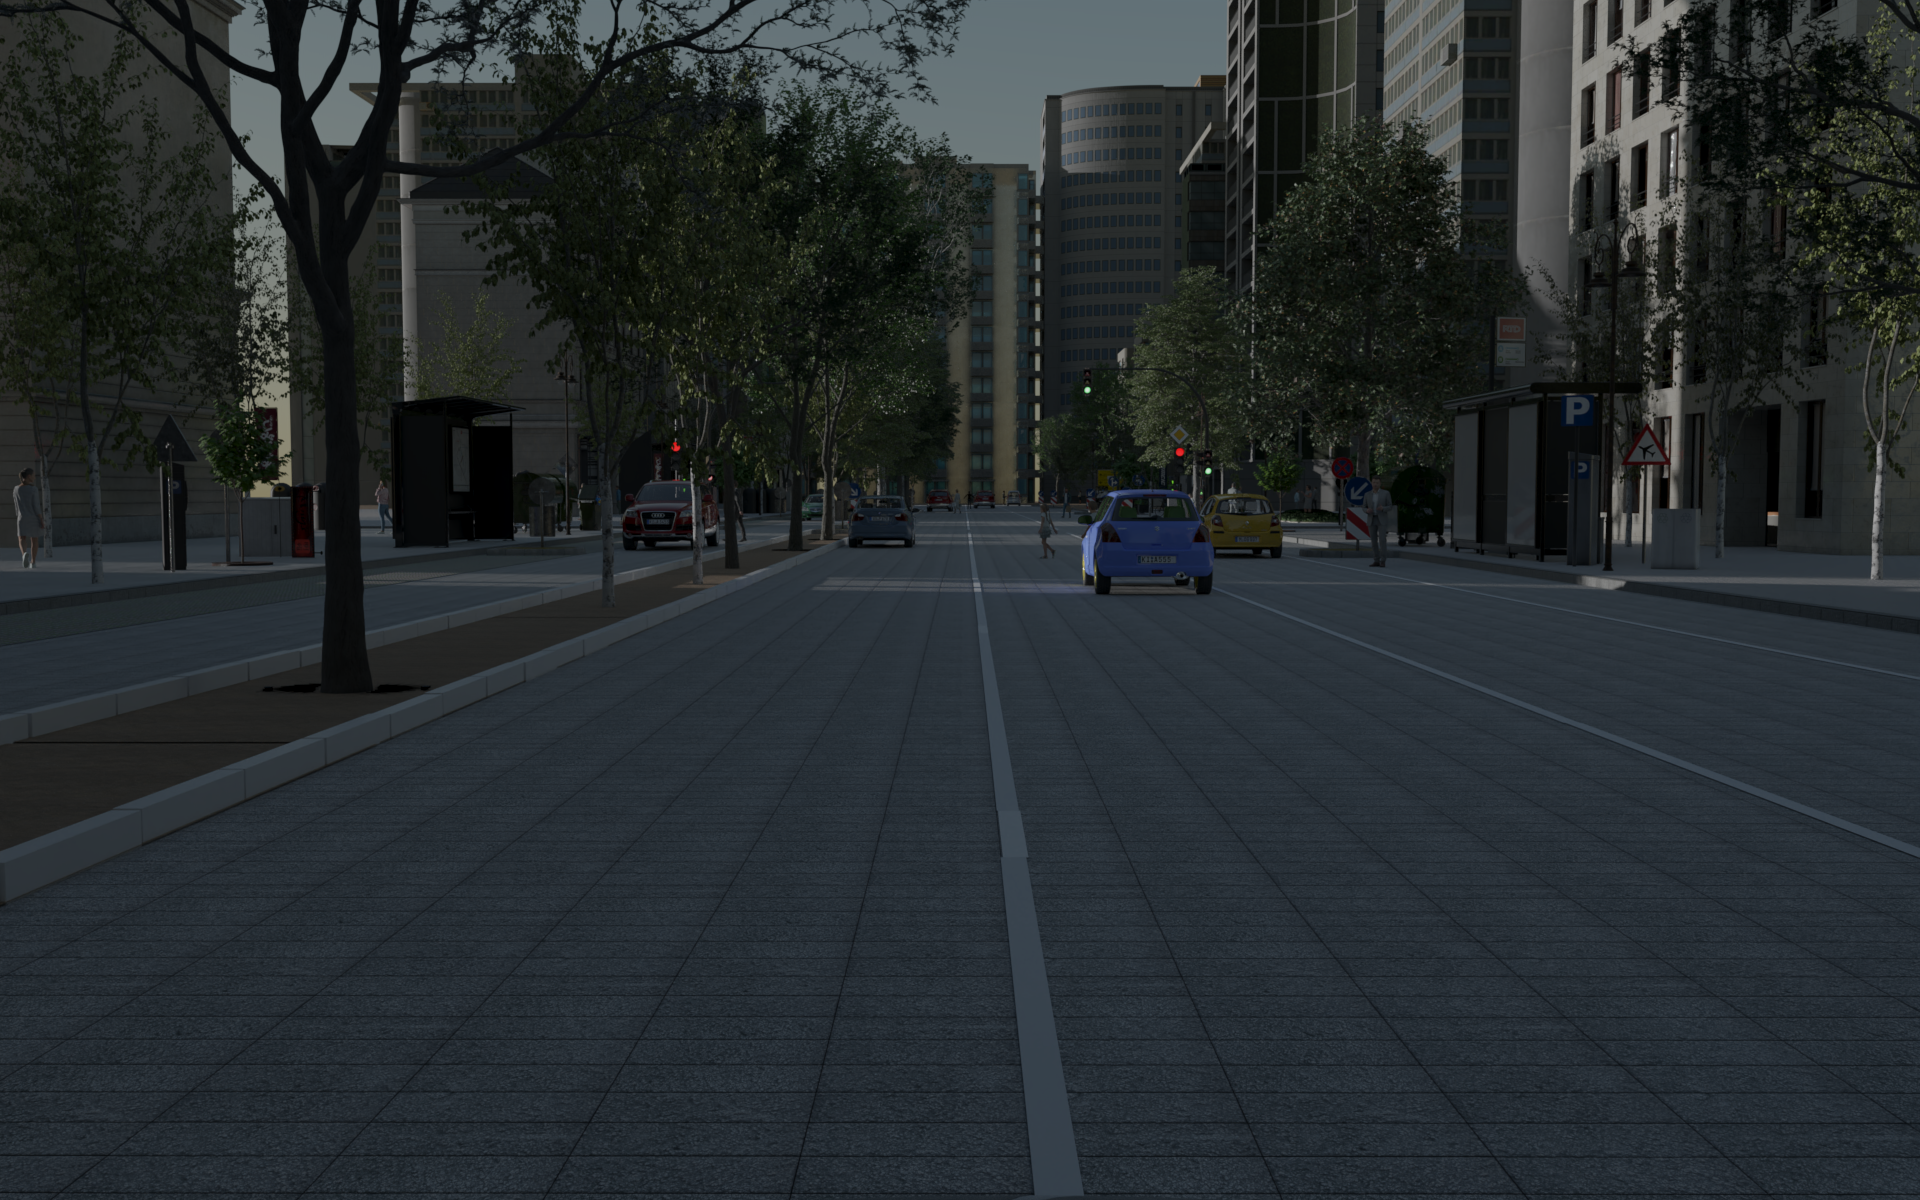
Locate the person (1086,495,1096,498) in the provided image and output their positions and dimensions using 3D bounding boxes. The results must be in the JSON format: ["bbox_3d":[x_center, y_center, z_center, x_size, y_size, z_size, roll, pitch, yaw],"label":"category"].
[{"bbox_3d":[13.251,-10.331,175.032,1.350,1.814,0.705,-2,4,-34],"label":"person"}]

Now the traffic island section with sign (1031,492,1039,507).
[{"bbox_3d":[9.230,-11.739,200.566,1.989,1.847,2.006,0,4,0],"label":"traffic island section with sign"}]

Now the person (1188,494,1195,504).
[{"bbox_3d":[11.244,-4.525,84.300,0.394,1.301,0.425,-3,5,-42],"label":"person"}]

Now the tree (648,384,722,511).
[{"bbox_3d":[-18.035,-9.951,113.065,4.360,8.622,3.978,0,3,0],"label":"tree"}]

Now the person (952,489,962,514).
[{"bbox_3d":[-0.209,-7.195,126.494,0.694,1.780,0.624,-2,4,-35],"label":"person"}]

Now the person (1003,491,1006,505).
[{"bbox_3d":[5.652,-13.058,221.626,0.705,1.869,1.348,-1,4,-11],"label":"person"}]

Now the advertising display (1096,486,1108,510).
[{"bbox_3d":[11.300,-8.117,137.920,0.974,1.923,0.123,0,4,2],"label":"advertising display"}]

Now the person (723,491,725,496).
[{"bbox_3d":[-18.448,-8.014,137.042,0.573,1.828,0.580,0,4,7],"label":"person"}]

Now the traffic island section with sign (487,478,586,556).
[{"bbox_3d":[-9.960,-1.978,40.969,1.989,1.847,2.006,0,4,0],"label":"traffic island section with sign"}]

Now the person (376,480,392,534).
[{"bbox_3d":[-18.487,-3.008,55.820,0.643,1.750,0.593,0,4,0],"label":"person"}]

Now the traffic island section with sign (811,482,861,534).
[{"bbox_3d":[-4.314,-3.348,62.879,2.006,1.907,1.989,0,4,0],"label":"traffic island section with sign"}]

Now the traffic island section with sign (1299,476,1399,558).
[{"bbox_3d":[8.869,-1.902,39.730,1.989,1.847,2.006,0,4,0],"label":"traffic island section with sign"}]

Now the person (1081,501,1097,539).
[{"bbox_3d":[2.672,-1.298,33.976,0.590,1.304,0.306,2,4,23],"label":"person"}]

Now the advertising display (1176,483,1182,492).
[{"bbox_3d":[13.313,-6.132,105.467,0.123,1.923,0.974,-1,4,-9],"label":"advertising display"}]

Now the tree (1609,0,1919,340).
[{"bbox_3d":[11.609,-5.162,18.818,8.767,10.594,7.601,1,4,18],"label":"tree"}]

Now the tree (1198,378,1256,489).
[{"bbox_3d":[16.805,-9.594,107.225,4.737,8.622,4.395,0,3,0],"label":"tree"}]

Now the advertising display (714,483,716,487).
[{"bbox_3d":[-14.476,-5.942,102.365,0.123,1.923,0.974,-1,4,-9],"label":"advertising display"}]

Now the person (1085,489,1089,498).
[{"bbox_3d":[13.111,-10.510,177.898,0.705,1.822,1.348,2,4,24],"label":"person"}]

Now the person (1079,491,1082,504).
[{"bbox_3d":[15.278,-13.130,221.502,0.721,1.735,1.217,1,4,15],"label":"person"}]

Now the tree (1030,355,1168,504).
[{"bbox_3d":[11.887,-12.562,131.147,9.928,11.665,9.643,0,3,0],"label":"tree"}]

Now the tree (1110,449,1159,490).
[{"bbox_3d":[11.120,-7.643,108.675,4.285,4.588,4.351,0,3,0],"label":"tree"}]

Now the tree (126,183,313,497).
[{"bbox_3d":[-17.016,-5.523,40.660,4.360,8.622,3.978,0,3,0],"label":"tree"}]

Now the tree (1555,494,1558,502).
[{"bbox_3d":[25.700,-5.540,74.288,4.285,4.588,4.351,0,3,0],"label":"tree"}]

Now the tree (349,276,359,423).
[{"bbox_3d":[-16.726,-5.910,46.987,4.737,8.622,4.395,0,3,0],"label":"tree"}]

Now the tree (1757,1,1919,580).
[{"bbox_3d":[14.005,-4.609,25.716,4.737,8.622,4.395,0,3,0],"label":"tree"}]

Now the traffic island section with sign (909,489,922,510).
[{"bbox_3d":[-4.124,-8.397,145.424,2.006,1.907,1.989,0,4,0],"label":"traffic island section with sign"}]

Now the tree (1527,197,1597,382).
[{"bbox_3d":[16.001,-5.592,41.799,4.360,8.622,3.978,0,3,0],"label":"tree"}]

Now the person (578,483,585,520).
[{"bbox_3d":[-18.425,-4.815,84.864,0.767,1.812,0.694,3,5,40],"label":"person"}]

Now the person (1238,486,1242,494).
[{"bbox_3d":[17.981,-6.427,111.483,0.624,1.780,0.694,2,4,25],"label":"person"}]

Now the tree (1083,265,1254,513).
[{"bbox_3d":[11.565,-10.291,86.389,7.486,12.596,7.792,0,3,0],"label":"tree"}]

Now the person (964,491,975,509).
[{"bbox_3d":[0.913,-9.563,165.673,1.217,1.723,0.721,1,4,16],"label":"person"}]

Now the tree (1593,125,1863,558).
[{"bbox_3d":[15.478,-5.145,34.491,4.360,8.622,3.978,0,3,0],"label":"tree"}]

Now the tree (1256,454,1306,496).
[{"bbox_3d":[21.389,-8.025,114.918,4.285,4.588,4.351,0,3,0],"label":"tree"}]

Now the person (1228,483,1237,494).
[{"bbox_3d":[13.076,-4.685,82.739,0.635,1.810,0.391,3,5,42],"label":"person"}]

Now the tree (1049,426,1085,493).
[{"bbox_3d":[11.292,-14.324,184.552,4.360,8.622,3.978,0,3,0],"label":"tree"}]

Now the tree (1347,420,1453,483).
[{"bbox_3d":[19.549,-5.542,74.331,4.285,4.588,4.351,0,3,0],"label":"tree"}]

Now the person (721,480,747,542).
[{"bbox_3d":[-6.747,-2.660,51.773,0.755,1.850,0.659,1,4,10],"label":"person"}]

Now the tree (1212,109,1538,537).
[{"bbox_3d":[12.126,-8.238,51.698,9.611,12.733,9.660,0,3,0],"label":"tree"}]

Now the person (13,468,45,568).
[{"bbox_3d":[-16.000,-1.406,29.782,0.466,1.731,0.760,-2,4,-29],"label":"person"}]

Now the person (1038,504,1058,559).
[{"bbox_3d":[1.920,-1.519,38.345,0.382,1.210,0.505,2,4,27],"label":"person"}]

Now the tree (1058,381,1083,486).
[{"bbox_3d":[12.638,-14.438,154.193,7.486,12.596,7.792,0,3,0],"label":"tree"}]

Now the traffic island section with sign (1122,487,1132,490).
[{"bbox_3d":[8.992,-5.295,95.193,1.989,1.847,2.006,0,4,0],"label":"traffic island section with sign"}]

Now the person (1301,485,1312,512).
[{"bbox_3d":[18.282,-5.210,91.590,0.532,1.782,0.716,-1,4,-18],"label":"person"}]

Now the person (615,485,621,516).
[{"bbox_3d":[-19.982,-5.821,101.564,0.444,1.785,0.601,0,4,7],"label":"person"}]

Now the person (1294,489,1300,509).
[{"bbox_3d":[21.054,-6.132,108.109,0.330,1.601,0.589,0,4,3],"label":"person"}]

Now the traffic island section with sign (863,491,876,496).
[{"bbox_3d":[-9.651,-10.017,172.402,1.989,1.847,2.006,0,4,0],"label":"traffic island section with sign"}]

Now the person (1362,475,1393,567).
[{"bbox_3d":[8.165,-1.549,34.025,0.606,1.804,0.583,2,4,27],"label":"person"}]

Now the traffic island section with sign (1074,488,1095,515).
[{"bbox_3d":[9.060,-6.943,122.148,1.989,1.847,2.006,0,4,0],"label":"traffic island section with sign"}]

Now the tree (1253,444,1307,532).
[{"bbox_3d":[10.938,-3.949,59.171,1.663,3.219,1.824,0,3,0],"label":"tree"}]

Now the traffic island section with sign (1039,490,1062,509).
[{"bbox_3d":[9.176,-10.016,172.387,1.989,1.847,2.006,0,4,0],"label":"traffic island section with sign"}]

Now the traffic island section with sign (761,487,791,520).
[{"bbox_3d":[-9.836,-5.298,95.246,1.989,1.847,2.006,0,4,0],"label":"traffic island section with sign"}]

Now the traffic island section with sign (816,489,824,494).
[{"bbox_3d":[-9.770,-6.952,122.290,1.989,1.847,2.006,0,4,0],"label":"traffic island section with sign"}]

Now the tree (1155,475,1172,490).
[{"bbox_3d":[16.185,-8.744,137.566,1.663,3.219,1.824,0,3,0],"label":"tree"}]

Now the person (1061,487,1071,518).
[{"bbox_3d":[6.292,-5.701,101.703,0.713,1.824,0.794,-3,5,-43],"label":"person"}]

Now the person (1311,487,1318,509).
[{"bbox_3d":[24.850,-7.054,121.552,0.592,1.802,0.473,-3,4,-37],"label":"person"}]

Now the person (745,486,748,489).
[{"bbox_3d":[-15.628,-7.429,127.378,0.818,1.842,0.514,-2,4,-25],"label":"person"}]

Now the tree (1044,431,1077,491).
[{"bbox_3d":[11.501,-14.736,191.302,4.737,8.622,4.395,0,3,0],"label":"tree"}]

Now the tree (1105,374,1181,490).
[{"bbox_3d":[10.861,-9.192,100.650,4.360,8.622,3.978,0,3,0],"label":"tree"}]

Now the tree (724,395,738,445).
[{"bbox_3d":[-17.233,-10.268,118.240,4.360,8.622,3.978,0,3,0],"label":"tree"}]
